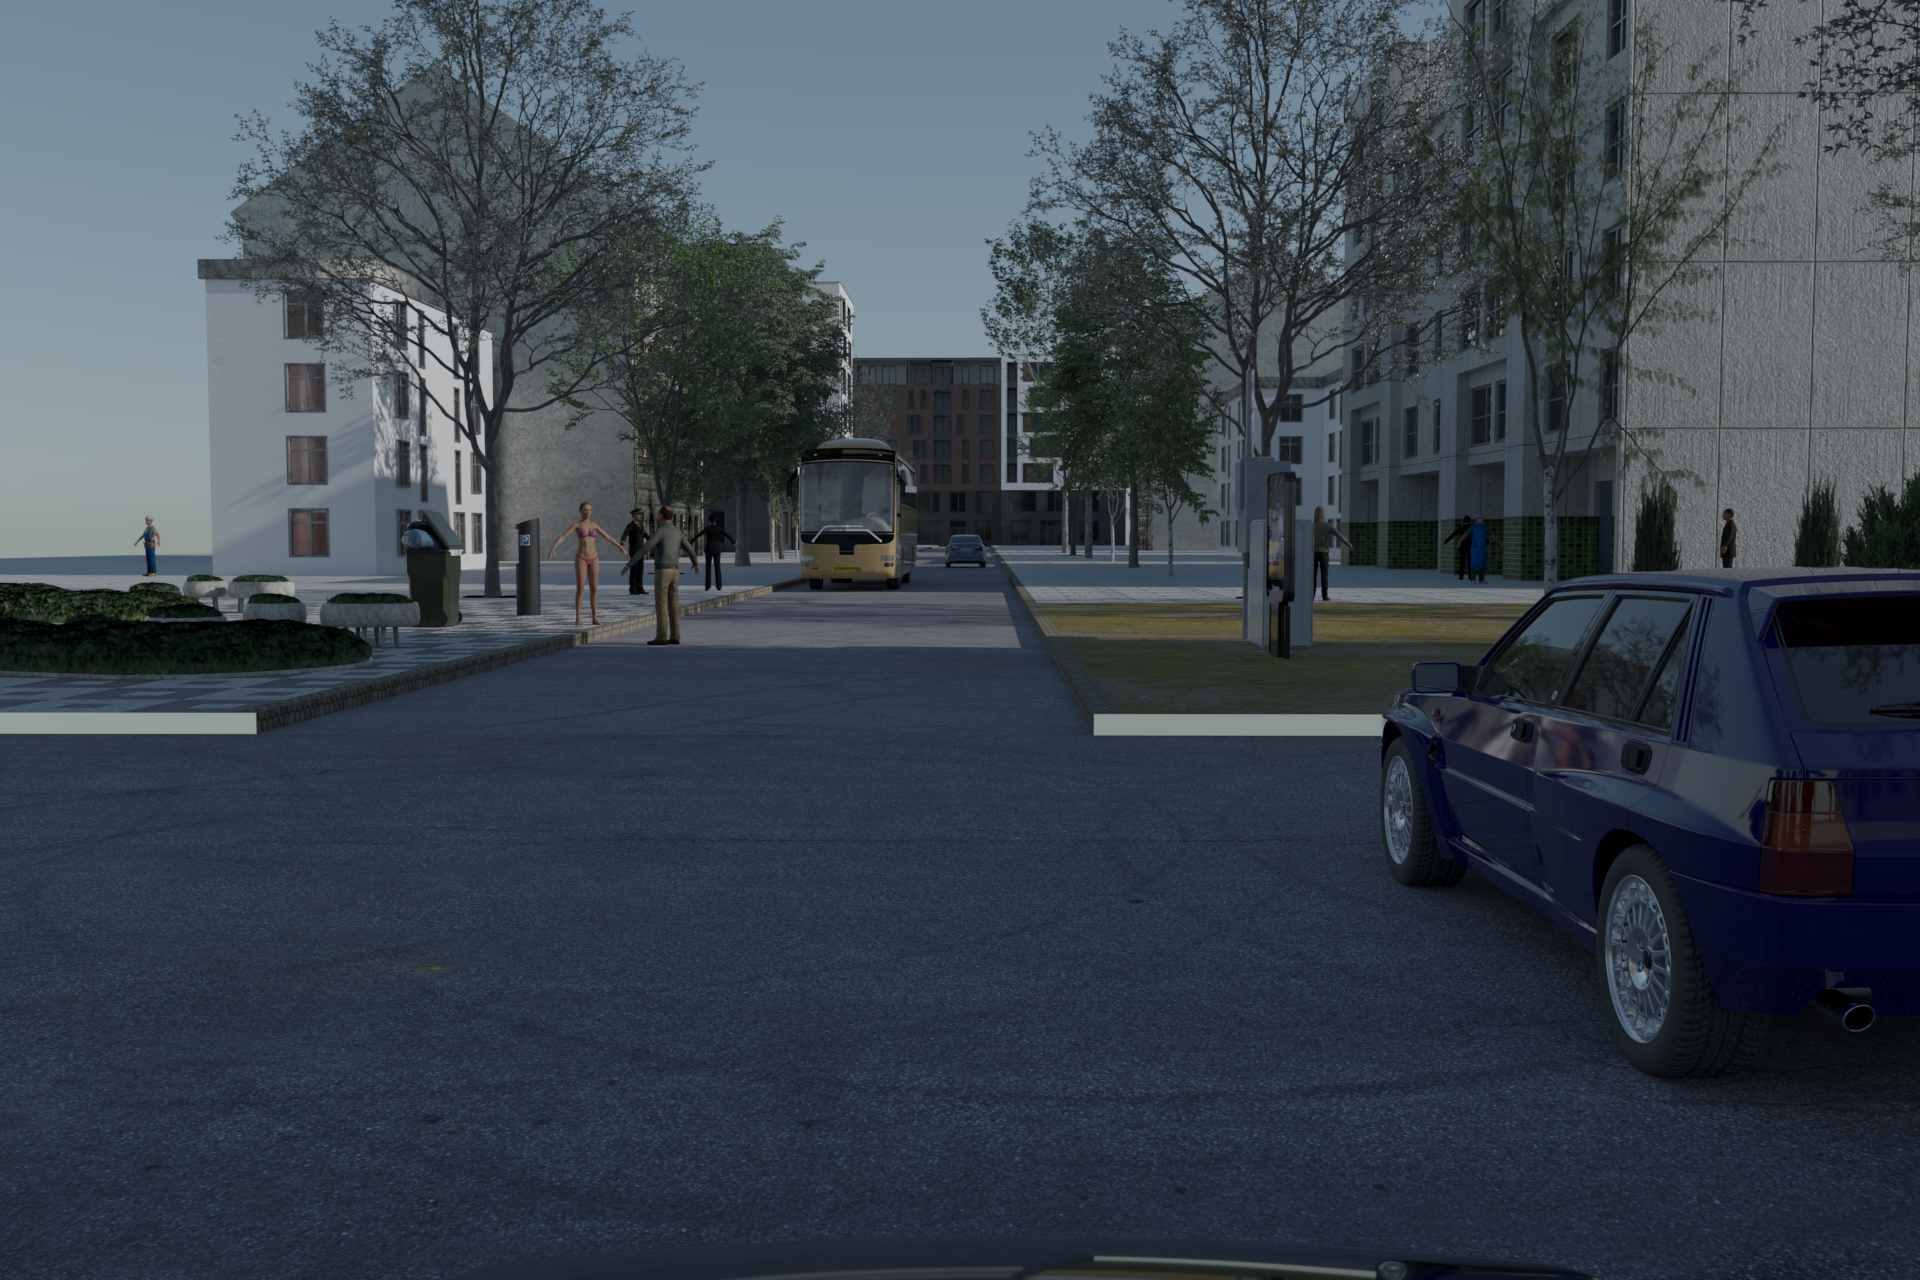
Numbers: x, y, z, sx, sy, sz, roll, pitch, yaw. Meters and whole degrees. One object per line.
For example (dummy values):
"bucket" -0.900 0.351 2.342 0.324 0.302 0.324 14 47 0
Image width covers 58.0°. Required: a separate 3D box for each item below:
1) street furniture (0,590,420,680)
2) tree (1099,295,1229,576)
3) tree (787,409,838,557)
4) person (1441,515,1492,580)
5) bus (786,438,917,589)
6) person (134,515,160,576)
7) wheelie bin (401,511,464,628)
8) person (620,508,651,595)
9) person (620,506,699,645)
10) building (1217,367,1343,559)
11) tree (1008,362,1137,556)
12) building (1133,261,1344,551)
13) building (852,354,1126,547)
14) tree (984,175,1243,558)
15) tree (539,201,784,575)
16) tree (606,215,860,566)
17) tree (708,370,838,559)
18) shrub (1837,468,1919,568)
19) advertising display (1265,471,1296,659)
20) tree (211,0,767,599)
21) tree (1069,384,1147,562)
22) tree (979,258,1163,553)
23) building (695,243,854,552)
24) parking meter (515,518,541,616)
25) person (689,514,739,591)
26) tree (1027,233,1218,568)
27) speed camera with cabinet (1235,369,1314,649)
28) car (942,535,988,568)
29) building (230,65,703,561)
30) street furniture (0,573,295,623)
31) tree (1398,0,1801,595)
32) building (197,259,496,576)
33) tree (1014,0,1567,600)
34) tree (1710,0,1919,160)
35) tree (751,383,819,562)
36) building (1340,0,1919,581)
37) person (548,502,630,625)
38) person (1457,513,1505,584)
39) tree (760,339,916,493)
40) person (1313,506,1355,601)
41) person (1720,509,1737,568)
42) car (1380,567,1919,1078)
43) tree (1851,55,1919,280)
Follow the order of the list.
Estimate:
"street furniture" -10.689 -0.141 17.931 10.072 0.657 5.734 0 4 6
"tree" 6.312 -6.222 52.085 4.737 8.622 4.395 0 3 0
"tree" -8.808 -8.875 95.461 4.737 8.622 4.395 0 3 0
"person" 14.167 -2.585 48.448 1.347 1.806 0.705 1 4 16
"bus" -2.689 -3.463 48.161 2.896 3.916 12.252 0 4 1
"person" -24.593 -2.855 52.536 1.347 1.847 0.705 2 4 35
"wheelie bin" -7.292 -0.980 23.936 0.693 1.594 0.980 0 4 3
"person" -6.818 -1.878 36.646 0.705 1.837 1.347 2 4 26
"person" -3.819 -0.837 22.409 0.705 1.796 1.348 3 4 36
"building" 20.036 -9.202 92.600 9.099 9.664 28.070 0 4 1
"tree" 6.716 -10.818 102.625 9.928 11.665 9.643 0 3 0
"building" 23.967 -18.938 140.564 19.493 23.208 18.063 0 4 1
"building" 2.898 -22.198 209.368 32.646 21.610 27.936 0 4 2
"tree" 7.943 -14.349 90.499 12.611 20.169 13.585 0 3 0
"tree" -9.426 -7.893 54.804 9.928 11.665 9.643 0 3 0
"tree" -8.795 -9.916 68.788 9.857 13.997 8.962 0 3 0
"tree" -9.363 -9.353 87.338 7.601 10.594 8.767 0 4 3
"shrub" 11.324 -1.015 20.633 1.661 2.075 1.752 0 3 0
"advertising display" 3.350 -0.789 18.121 0.123 1.923 0.974 0 4 -1
"tree" -9.423 -7.580 34.309 12.009 13.543 11.850 0 3 0
"tree" 7.146 -7.951 80.365 4.360 8.622 3.978 0 3 0
"tree" 8.364 -15.821 114.564 12.611 20.169 13.585 0 3 0
"building" -23.675 -18.011 138.453 27.936 21.610 32.646 0 4 1
"parking meter" -6.810 -1.156 27.308 0.372 1.533 0.369 0 3 0
"person" -5.599 -1.983 39.147 1.216 1.740 0.721 -1 4 -18
"tree" 6.243 -9.018 65.579 7.486 12.596 7.792 0 3 0
"speed camera with cabinet" 3.670 -1.584 20.229 0.660 3.252 2.038 0 4 0
"car" 0.230 -3.856 75.048 2.014 1.417 4.499 0 4 -1
"building" -24.323 -15.873 90.453 19.493 23.208 18.063 0 4 1
"street furniture" -15.701 -0.740 27.719 10.072 0.657 5.734 1 4 22
"tree" 6.884 -4.268 20.151 4.360 8.622 3.978 0 3 0
"building" -22.452 -7.638 67.033 9.099 9.664 28.070 0 4 0
"tree" 5.946 -7.541 33.660 12.009 13.543 11.850 0 3 0
"tree" 8.643 -6.129 10.583 12.009 13.543 11.850 0 3 0
"tree" -8.487 -7.953 80.388 4.737 8.622 4.395 0 3 0
"building" 23.863 -11.543 55.191 16.747 18.905 31.486 0 4 1
"person" -5.231 -1.076 24.389 1.217 1.733 0.721 -2 4 -35
"person" 13.427 -2.364 44.784 1.347 1.817 0.704 -1 4 -13
"tree" -8.367 -12.144 108.927 12.009 13.543 11.850 0 3 0
"person" 6.907 -1.662 33.303 1.348 1.813 0.705 1 4 14
"person" 15.672 -1.785 35.414 0.704 1.802 1.346 1 4 23
"car" 2.644 0.408 5.910 1.945 1.354 3.894 0 4 0
"tree" 19.617 -7.153 27.327 12.009 13.543 11.850 0 3 0
